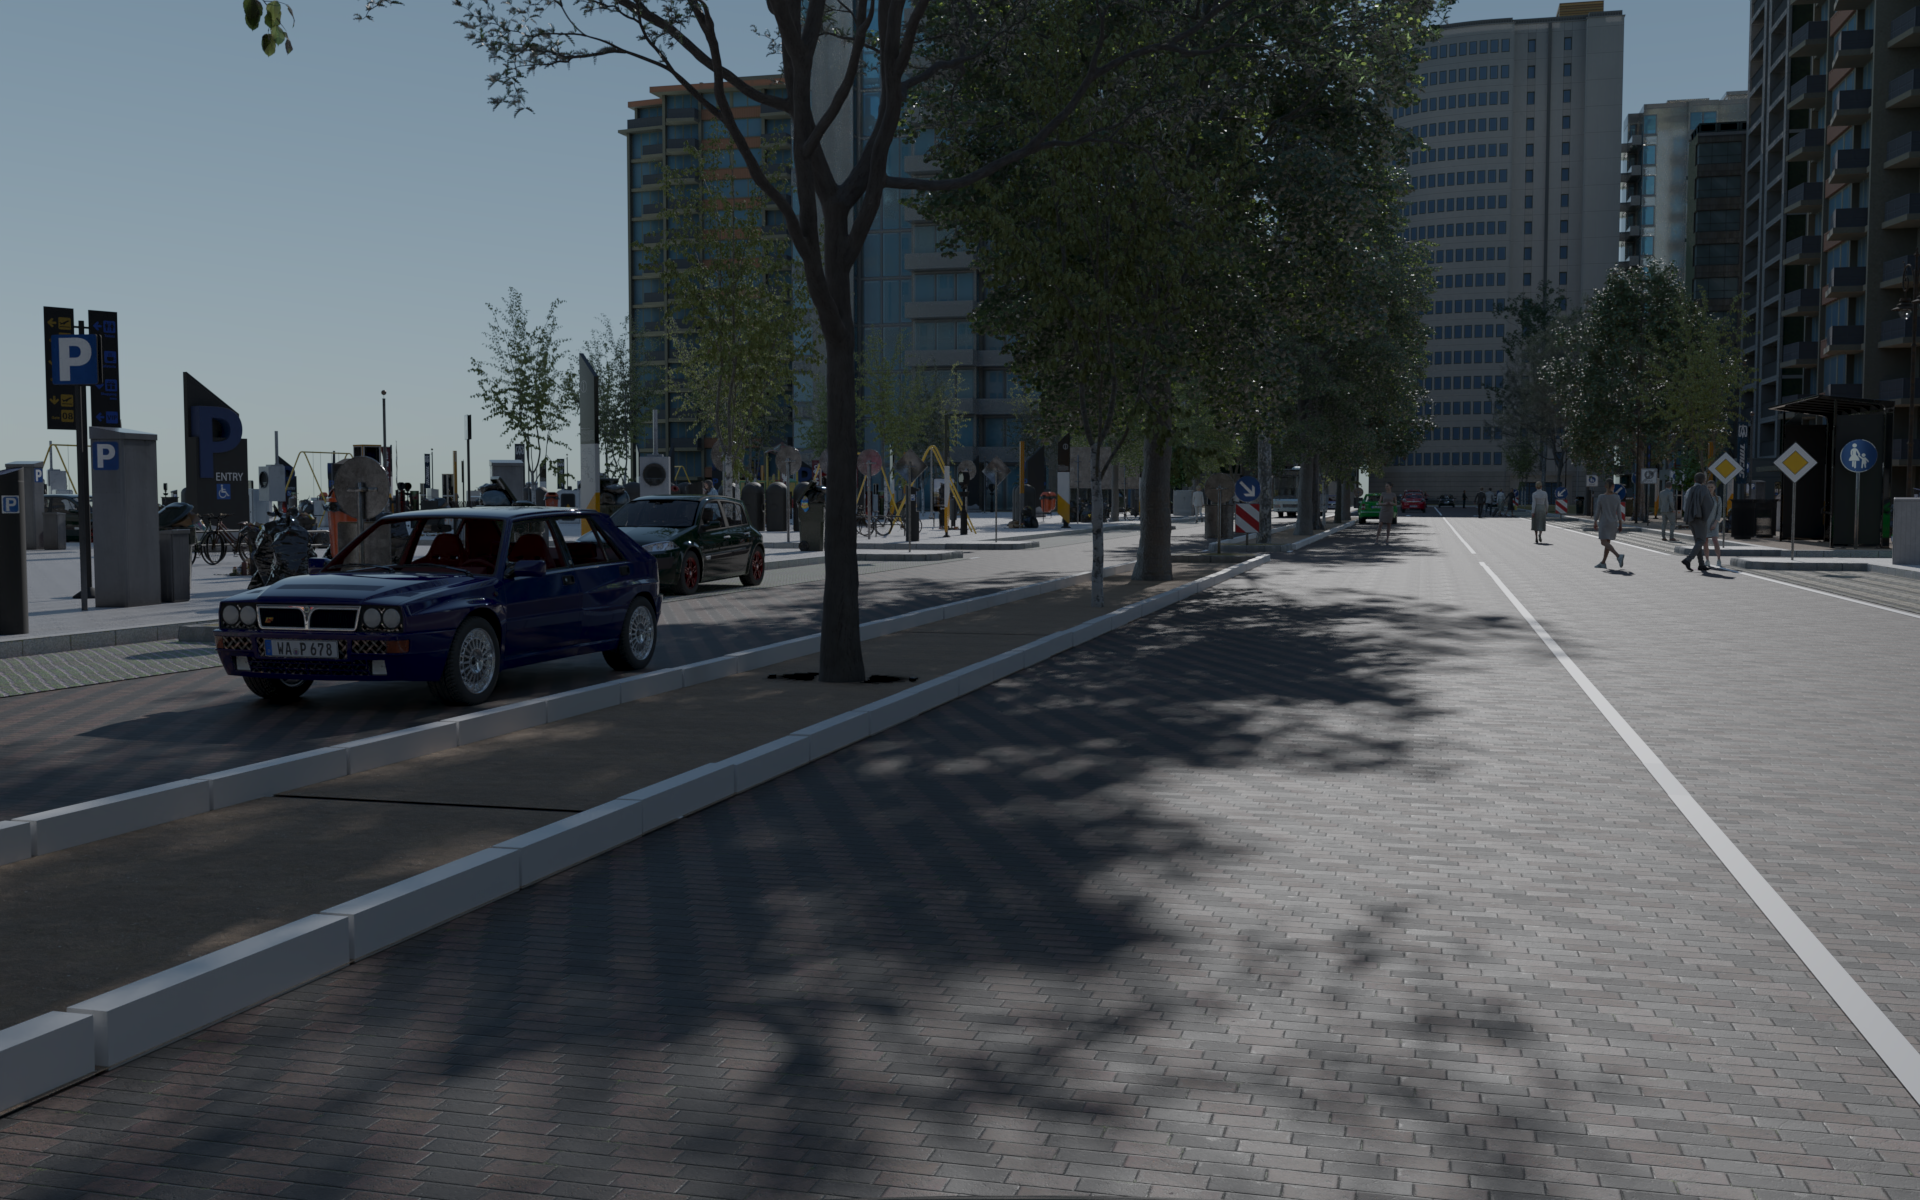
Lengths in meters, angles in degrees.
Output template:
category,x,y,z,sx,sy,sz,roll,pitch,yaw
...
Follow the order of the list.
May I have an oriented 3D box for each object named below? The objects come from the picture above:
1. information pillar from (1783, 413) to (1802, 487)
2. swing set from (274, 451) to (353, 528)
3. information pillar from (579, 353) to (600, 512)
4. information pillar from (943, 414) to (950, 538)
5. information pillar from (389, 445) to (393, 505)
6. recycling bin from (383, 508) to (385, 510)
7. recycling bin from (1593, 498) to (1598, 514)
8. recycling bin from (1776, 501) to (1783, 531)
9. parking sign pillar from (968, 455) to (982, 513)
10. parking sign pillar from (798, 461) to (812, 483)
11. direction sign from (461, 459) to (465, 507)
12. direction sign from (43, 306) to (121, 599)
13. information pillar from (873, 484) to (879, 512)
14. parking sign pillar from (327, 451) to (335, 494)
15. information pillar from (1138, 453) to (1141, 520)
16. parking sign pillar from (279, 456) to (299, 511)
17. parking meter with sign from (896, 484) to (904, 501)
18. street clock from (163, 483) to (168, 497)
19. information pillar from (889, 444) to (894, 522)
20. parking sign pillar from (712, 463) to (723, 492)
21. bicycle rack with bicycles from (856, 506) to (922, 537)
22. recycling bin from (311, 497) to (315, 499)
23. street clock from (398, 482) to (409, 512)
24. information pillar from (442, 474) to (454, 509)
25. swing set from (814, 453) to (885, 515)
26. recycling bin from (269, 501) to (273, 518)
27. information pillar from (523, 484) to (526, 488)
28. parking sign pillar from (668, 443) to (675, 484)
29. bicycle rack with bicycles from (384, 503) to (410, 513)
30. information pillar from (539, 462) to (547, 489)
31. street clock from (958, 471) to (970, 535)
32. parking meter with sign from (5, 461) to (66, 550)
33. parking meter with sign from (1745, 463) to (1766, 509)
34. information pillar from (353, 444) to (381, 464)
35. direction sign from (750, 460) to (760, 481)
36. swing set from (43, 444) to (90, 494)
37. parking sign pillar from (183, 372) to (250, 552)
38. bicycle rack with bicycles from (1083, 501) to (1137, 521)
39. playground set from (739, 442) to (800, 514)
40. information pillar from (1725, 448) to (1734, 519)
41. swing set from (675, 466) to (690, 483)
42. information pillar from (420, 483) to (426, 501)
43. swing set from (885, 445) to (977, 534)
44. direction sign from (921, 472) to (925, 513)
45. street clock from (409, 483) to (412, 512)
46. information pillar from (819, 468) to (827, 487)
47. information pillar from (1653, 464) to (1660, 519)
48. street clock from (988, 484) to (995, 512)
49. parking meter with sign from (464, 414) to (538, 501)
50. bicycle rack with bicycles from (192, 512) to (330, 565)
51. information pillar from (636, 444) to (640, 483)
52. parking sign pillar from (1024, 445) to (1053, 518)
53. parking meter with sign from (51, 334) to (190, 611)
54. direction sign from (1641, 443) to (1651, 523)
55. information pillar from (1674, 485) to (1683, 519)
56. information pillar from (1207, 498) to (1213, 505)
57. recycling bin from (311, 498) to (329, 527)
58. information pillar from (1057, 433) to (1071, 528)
category,x,y,z,sx,sy,sz,roll,pitch,yaw
information pillar,23.310,-3.498,48.549,0.504,3.616,0.183,1,4,19
swing set,-23.564,-4.075,64.250,2.862,2.851,3.119,1,4,15
information pillar,-6.135,-2.282,28.672,0.183,3.616,0.504,-3,5,-42
information pillar,-0.385,-3.662,51.222,0.183,3.616,0.504,0,4,8
information pillar,-26.918,-5.539,81.923,0.183,3.616,0.504,0,4,-6
recycling bin,-41.649,-6.810,123.895,0.722,1.027,0.722,3,5,41
recycling bin,40.997,-6.051,111.495,0.722,1.027,0.722,1,4,9
recycling bin,28.556,-2.890,59.806,0.722,1.027,0.722,-1,4,-19
parking sign pillar,0.776,-8.060,120.258,1.447,3.967,1.447,3,4,38
parking sign pillar,-11.143,-8.327,124.623,1.447,3.967,1.447,-1,4,-11
direction sign,-33.824,-7.699,117.879,0.379,3.537,0.876,0,4,-6
direction sign,-10.749,-1.791,21.281,0.379,3.537,0.876,3,4,38
information pillar,-6.007,-7.308,123.971,0.304,2.012,0.304,-3,5,-43
parking sign pillar,-38.827,-7.255,107.089,1.447,3.967,1.447,-1,4,-18
information pillar,9.043,-5.843,86.886,0.183,3.616,0.504,0,4,3
parking sign pillar,-46.312,-7.995,119.188,1.447,3.967,1.447,2,4,32
parking meter with sign,-4.078,-7.846,124.547,1.738,3.016,0.543,-3,5,-43
street clock,-51.894,-6.642,113.165,0.358,2.002,0.471,-1,4,-18
information pillar,-3.153,-5.446,80.399,0.183,3.616,0.504,-1,4,-16
parking sign pillar,-12.955,-6.420,93.445,1.447,3.967,1.447,1,4,14
bicycle rack with bicycles,-2.958,-2.413,52.832,2.925,0.926,2.852,2,4,28
recycling bin,-48.422,-7.204,130.346,0.722,1.027,0.722,-1,4,-9
street clock,-33.659,-6.103,104.346,0.358,2.002,0.471,1,4,23
information pillar,-18.492,-3.553,62.576,0.304,2.012,0.304,2,4,32
swing set,-4.042,-4.143,65.357,2.862,2.851,3.119,3,4,38
recycling bin,-36.635,-4.797,90.992,0.722,1.027,0.722,1,4,13
information pillar,-32.707,-7.691,130.234,0.304,2.012,0.304,3,4,36
parking sign pillar,-15.384,-6.296,91.415,1.447,3.967,1.447,0,4,2
bicycle rack with bicycles,-30.821,-4.841,92.530,2.925,0.926,2.852,-1,4,-21
information pillar,-27.504,-7.521,114.319,0.504,3.616,0.183,-3,5,-40
street clock,0.121,-3.045,54.361,0.358,2.002,0.471,-1,4,-23
parking meter with sign,-21.521,-2.666,39.853,1.738,3.016,0.543,0,4,4
parking meter with sign,44.477,-6.129,96.473,1.738,3.016,0.543,-1,4,-15
information pillar,-8.799,-1.301,25.762,0.304,2.012,0.304,3,5,45
direction sign,-13.556,-7.496,114.564,0.379,3.537,0.876,3,5,43
swing set,-27.851,-3.536,55.434,2.862,2.851,3.119,1,4,13
parking sign pillar,-16.598,-3.071,38.688,1.447,3.967,1.447,2,4,32
bicycle rack with bicycles,6.636,-4.255,82.950,2.925,0.926,2.852,3,5,44
playground set,-10.247,-6.747,97.095,5.637,4.214,5.302,2,4,26
information pillar,39.283,-5.930,88.311,0.183,3.616,0.504,0,4,-2
swing set,-16.276,-6.101,97.365,2.862,2.851,3.119,-3,4,-39
information pillar,-36.071,-6.845,116.409,0.304,2.012,0.304,1,4,17
swing set,-0.935,-3.626,56.900,2.862,2.851,3.119,0,4,-2
direction sign,-2.484,-7.575,115.855,0.379,3.537,0.876,0,4,-1
street clock,-34.082,-6.258,106.883,0.358,2.002,0.471,3,5,44
information pillar,-3.819,-2.730,49.121,0.304,2.012,0.304,-1,4,-9
information pillar,35.741,-5.960,88.796,0.183,3.616,0.504,3,4,36
street clock,2.230,-7.111,120.827,0.471,2.002,0.358,2,4,26
parking meter with sign,-10.042,-2.579,38.422,1.738,3.016,0.543,-1,4,-23
bicycle rack with bicycles,-12.999,-1.110,31.536,2.852,0.926,2.925,2,4,24
information pillar,-15.158,-5.523,81.648,0.183,3.616,0.504,-1,4,-22
parking sign pillar,4.022,-6.515,94.985,1.447,3.967,1.447,-3,5,-44
parking meter with sign,-9.523,-1.440,19.807,0.543,3.016,1.738,1,4,9
direction sign,30.543,-5.200,77.013,0.379,3.537,0.876,0,4,6
information pillar,36.552,-5.117,88.160,0.304,2.012,0.304,0,4,-1
information pillar,16.192,-6.584,112.147,0.304,2.012,0.304,2,4,28
recycling bin,-24.572,-3.347,67.273,0.722,1.027,0.722,2,4,34
information pillar,3.925,-4.522,65.289,0.504,3.616,0.183,2,4,27
